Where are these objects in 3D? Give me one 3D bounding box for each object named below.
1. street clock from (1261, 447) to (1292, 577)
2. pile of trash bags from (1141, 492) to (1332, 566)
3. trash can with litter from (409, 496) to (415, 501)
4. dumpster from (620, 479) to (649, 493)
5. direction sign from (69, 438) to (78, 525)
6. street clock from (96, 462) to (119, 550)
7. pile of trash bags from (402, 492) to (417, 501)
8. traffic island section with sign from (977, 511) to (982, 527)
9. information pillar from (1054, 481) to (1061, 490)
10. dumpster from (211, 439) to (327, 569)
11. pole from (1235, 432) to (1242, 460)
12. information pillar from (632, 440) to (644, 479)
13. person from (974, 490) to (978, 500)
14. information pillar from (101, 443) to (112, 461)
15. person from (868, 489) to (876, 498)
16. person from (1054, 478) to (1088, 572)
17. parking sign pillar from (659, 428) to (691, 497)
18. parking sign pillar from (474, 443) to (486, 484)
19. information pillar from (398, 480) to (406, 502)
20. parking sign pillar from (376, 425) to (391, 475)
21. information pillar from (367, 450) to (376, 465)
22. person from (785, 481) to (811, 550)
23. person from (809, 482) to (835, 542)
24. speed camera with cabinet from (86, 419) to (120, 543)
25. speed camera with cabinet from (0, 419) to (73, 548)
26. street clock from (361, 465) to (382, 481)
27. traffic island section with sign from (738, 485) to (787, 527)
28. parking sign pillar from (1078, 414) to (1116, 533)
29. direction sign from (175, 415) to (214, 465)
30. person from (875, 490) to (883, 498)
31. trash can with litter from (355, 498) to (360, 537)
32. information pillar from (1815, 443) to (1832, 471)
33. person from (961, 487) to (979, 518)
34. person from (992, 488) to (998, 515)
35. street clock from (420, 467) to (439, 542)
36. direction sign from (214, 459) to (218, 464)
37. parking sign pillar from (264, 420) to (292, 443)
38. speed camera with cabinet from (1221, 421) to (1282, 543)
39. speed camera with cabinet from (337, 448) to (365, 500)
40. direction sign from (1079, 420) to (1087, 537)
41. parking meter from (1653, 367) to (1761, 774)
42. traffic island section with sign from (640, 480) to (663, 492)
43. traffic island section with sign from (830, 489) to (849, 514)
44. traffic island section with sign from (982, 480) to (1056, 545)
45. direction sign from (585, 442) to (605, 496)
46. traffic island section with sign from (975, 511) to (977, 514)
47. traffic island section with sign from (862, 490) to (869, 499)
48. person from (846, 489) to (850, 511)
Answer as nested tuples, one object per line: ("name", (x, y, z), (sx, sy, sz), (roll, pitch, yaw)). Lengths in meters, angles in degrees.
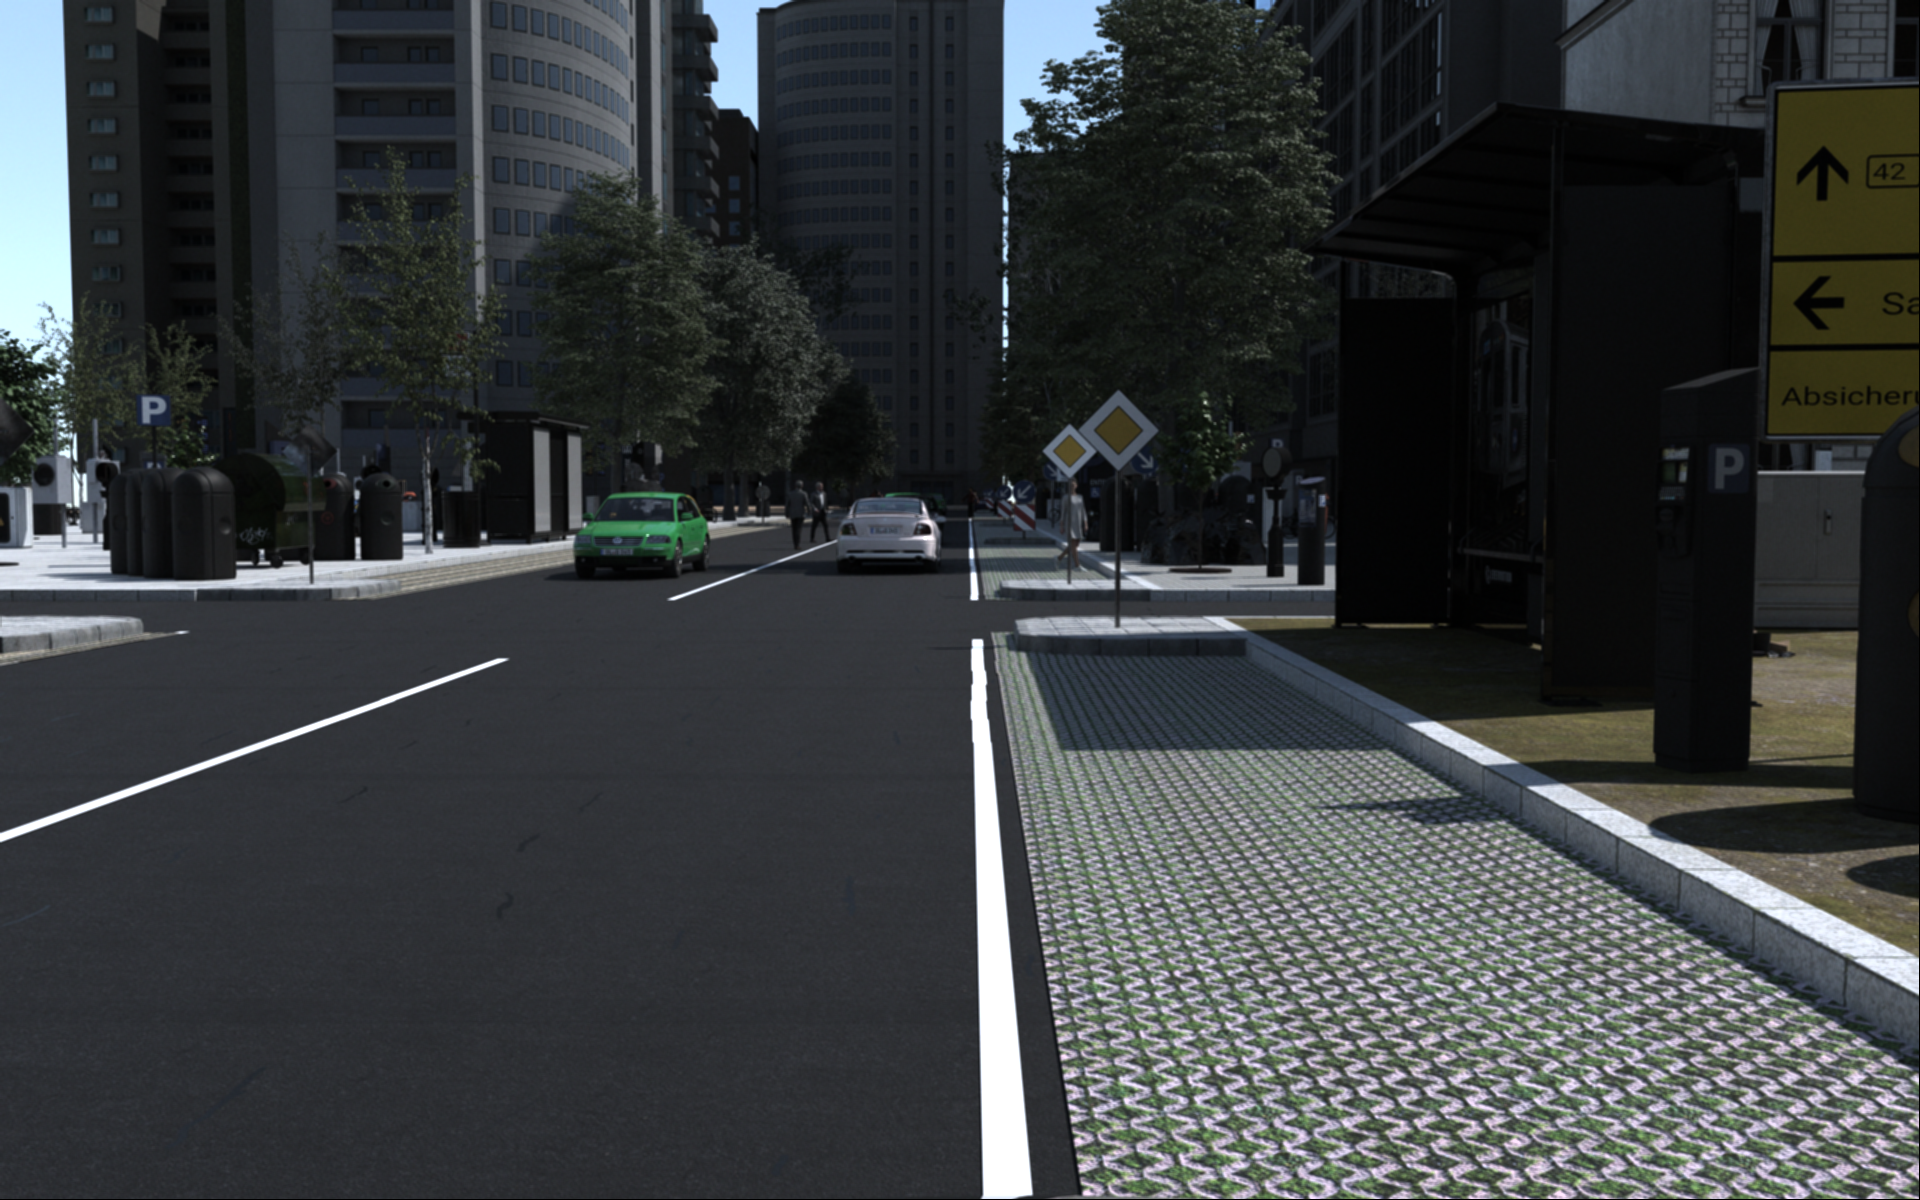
("street clock", (4.881, -1.356, 26.746), (0.358, 2.002, 0.471), (-2, 4, -32))
("pile of trash bags", (5.111, -1.350, 31.818), (3.447, 1.369, 1.912), (0, 4, -5))
("trash can with litter", (-22.174, -3.601, 69.931), (1.678, 1.210, 2.233), (-2, 4, -26))
("dumpster", (-12.474, -3.770, 67.392), (1.264, 1.857, 1.865), (0, 4, 0))
("direction sign", (-36.264, -4.817, 70.752), (0.379, 3.537, 0.876), (-2, 4, -28))
("street clock", (-19.438, -2.138, 39.518), (0.471, 2.002, 0.358), (1, 4, 22))
("pile of trash bags", (-22.768, -4.069, 76.282), (3.447, 1.369, 1.912), (-1, 4, -13))
("traffic island section with sign", (1.844, -4.144, 76.381), (1.989, 1.847, 2.006), (0, 4, 0))
("information pillar", (5.393, -5.549, 95.214), (0.304, 2.012, 0.304), (-3, 5, -40))
("dumpster", (-12.244, -1.712, 30.483), (1.502, 2.255, 1.985), (0, 4, 0))
("pole", (9.076, -3.835, 56.540), (0.158, 3.312, 0.155), (0, 3, 0))
("information pillar", (-13.430, -4.958, 72.426), (0.504, 3.616, 0.183), (0, 4, -6))
("person", (1.399, -9.458, 163.239), (1.348, 1.812, 0.705), (2, 4, 25))
("information pillar", (-39.544, -5.441, 80.310), (0.183, 3.616, 0.504), (2, 4, 32))
("person", (-6.403, -7.401, 129.450), (1.348, 1.831, 0.705), (2, 4, 25))
("person", (2.035, -1.389, 31.958), (0.760, 1.731, 0.466), (2, 4, 32))
("parking sign pillar", (-11.634, -5.030, 70.718), (1.447, 3.967, 1.447), (-3, 5, -44))
("parking sign pillar", (-19.372, -5.077, 71.484), (1.447, 3.967, 1.447), (-1, 4, -10))
("information pillar", (-30.075, -5.438, 93.411), (0.304, 2.012, 0.304), (0, 4, 6))
("parking sign pillar", (-22.194, -4.788, 66.757), (1.447, 3.967, 1.447), (-1, 4, -22))
("information pillar", (-31.029, -6.121, 91.425), (0.504, 3.616, 0.183), (1, 4, 17))
("person", (-4.184, -2.201, 44.887), (0.661, 1.777, 0.834), (0, 4, 5))
("person", (-4.112, -2.592, 51.277), (0.834, 1.777, 0.661), (3, 4, 37))
("speed camera with cabinet", (-21.965, -3.113, 45.228), (2.038, 3.252, 0.660), (2, 4, 32))
("speed camera with cabinet", (-22.213, -2.865, 41.172), (2.038, 3.252, 0.660), (1, 4, 9))
("street clock", (-14.594, -2.350, 42.998), (0.471, 2.002, 0.358), (-3, 4, -36))
("traffic island section with sign", (-8.674, -4.145, 76.405), (1.989, 1.847, 2.006), (0, 4, 0))
("parking sign pillar", (4.597, -4.239, 57.775), (1.447, 3.967, 1.447), (2, 4, 30))
("direction sign", (-22.131, -3.547, 49.991), (0.876, 3.537, 0.379), (-2, 4, -28))
("person", (-4.717, -5.565, 100.965), (0.415, 1.643, 0.593), (3, 4, 36))
("trash can with litter", (-17.789, -2.424, 51.024), (0.624, 1.170, 1.055), (1, 4, 20))
("information pillar", (16.484, -2.552, 33.088), (0.504, 3.616, 0.183), (-3, 4, -37))
("person", (0.620, -5.712, 101.853), (1.348, 1.831, 0.705), (3, 4, 39))
("person", (2.394, -6.692, 117.901), (0.705, 1.826, 1.348), (-1, 4, -10))
("street clock", (-14.177, -2.565, 46.500), (0.358, 2.002, 0.471), (0, 4, 8))
("direction sign", (-42.726, -6.529, 98.740), (0.876, 3.537, 0.379), (0, 4, -4))
("parking sign pillar", (-24.740, -4.587, 63.466), (1.447, 3.967, 1.447), (2, 4, 35))
("speed camera with cabinet", (7.798, -3.184, 46.396), (0.660, 3.252, 2.038), (-2, 4, -26))
("speed camera with cabinet", (-26.719, -4.974, 75.653), (0.660, 3.252, 2.038), (2, 4, 29))
("direction sign", (3.637, -3.644, 51.578), (0.379, 3.537, 0.876), (1, 4, 17))
("parking meter", (3.457, -0.143, 8.046), (0.399, 1.863, 0.255), (-1, 4, -16))
("traffic island section with sign", (-8.820, -2.488, 49.304), (1.989, 1.847, 2.006), (0, 4, 0))
("traffic island section with sign", (-8.425, -7.207, 126.459), (1.989, 1.847, 2.006), (0, 4, 0))
("traffic island section with sign", (1.703, -2.495, 49.426), (1.989, 1.847, 2.006), (0, 4, 0))
("direction sign", (-15.824, -5.088, 75.191), (0.876, 3.537, 0.379), (0, 4, 7))
("traffic island section with sign", (2.093, -7.203, 126.397), (1.989, 1.847, 2.006), (0, 4, 0))
("traffic island section with sign", (-8.295, -8.862, 153.527), (1.989, 1.847, 2.006), (0, 4, 0))
("person", (-8.901, -7.865, 137.100), (0.705, 1.823, 1.348), (-1, 4, -9))
